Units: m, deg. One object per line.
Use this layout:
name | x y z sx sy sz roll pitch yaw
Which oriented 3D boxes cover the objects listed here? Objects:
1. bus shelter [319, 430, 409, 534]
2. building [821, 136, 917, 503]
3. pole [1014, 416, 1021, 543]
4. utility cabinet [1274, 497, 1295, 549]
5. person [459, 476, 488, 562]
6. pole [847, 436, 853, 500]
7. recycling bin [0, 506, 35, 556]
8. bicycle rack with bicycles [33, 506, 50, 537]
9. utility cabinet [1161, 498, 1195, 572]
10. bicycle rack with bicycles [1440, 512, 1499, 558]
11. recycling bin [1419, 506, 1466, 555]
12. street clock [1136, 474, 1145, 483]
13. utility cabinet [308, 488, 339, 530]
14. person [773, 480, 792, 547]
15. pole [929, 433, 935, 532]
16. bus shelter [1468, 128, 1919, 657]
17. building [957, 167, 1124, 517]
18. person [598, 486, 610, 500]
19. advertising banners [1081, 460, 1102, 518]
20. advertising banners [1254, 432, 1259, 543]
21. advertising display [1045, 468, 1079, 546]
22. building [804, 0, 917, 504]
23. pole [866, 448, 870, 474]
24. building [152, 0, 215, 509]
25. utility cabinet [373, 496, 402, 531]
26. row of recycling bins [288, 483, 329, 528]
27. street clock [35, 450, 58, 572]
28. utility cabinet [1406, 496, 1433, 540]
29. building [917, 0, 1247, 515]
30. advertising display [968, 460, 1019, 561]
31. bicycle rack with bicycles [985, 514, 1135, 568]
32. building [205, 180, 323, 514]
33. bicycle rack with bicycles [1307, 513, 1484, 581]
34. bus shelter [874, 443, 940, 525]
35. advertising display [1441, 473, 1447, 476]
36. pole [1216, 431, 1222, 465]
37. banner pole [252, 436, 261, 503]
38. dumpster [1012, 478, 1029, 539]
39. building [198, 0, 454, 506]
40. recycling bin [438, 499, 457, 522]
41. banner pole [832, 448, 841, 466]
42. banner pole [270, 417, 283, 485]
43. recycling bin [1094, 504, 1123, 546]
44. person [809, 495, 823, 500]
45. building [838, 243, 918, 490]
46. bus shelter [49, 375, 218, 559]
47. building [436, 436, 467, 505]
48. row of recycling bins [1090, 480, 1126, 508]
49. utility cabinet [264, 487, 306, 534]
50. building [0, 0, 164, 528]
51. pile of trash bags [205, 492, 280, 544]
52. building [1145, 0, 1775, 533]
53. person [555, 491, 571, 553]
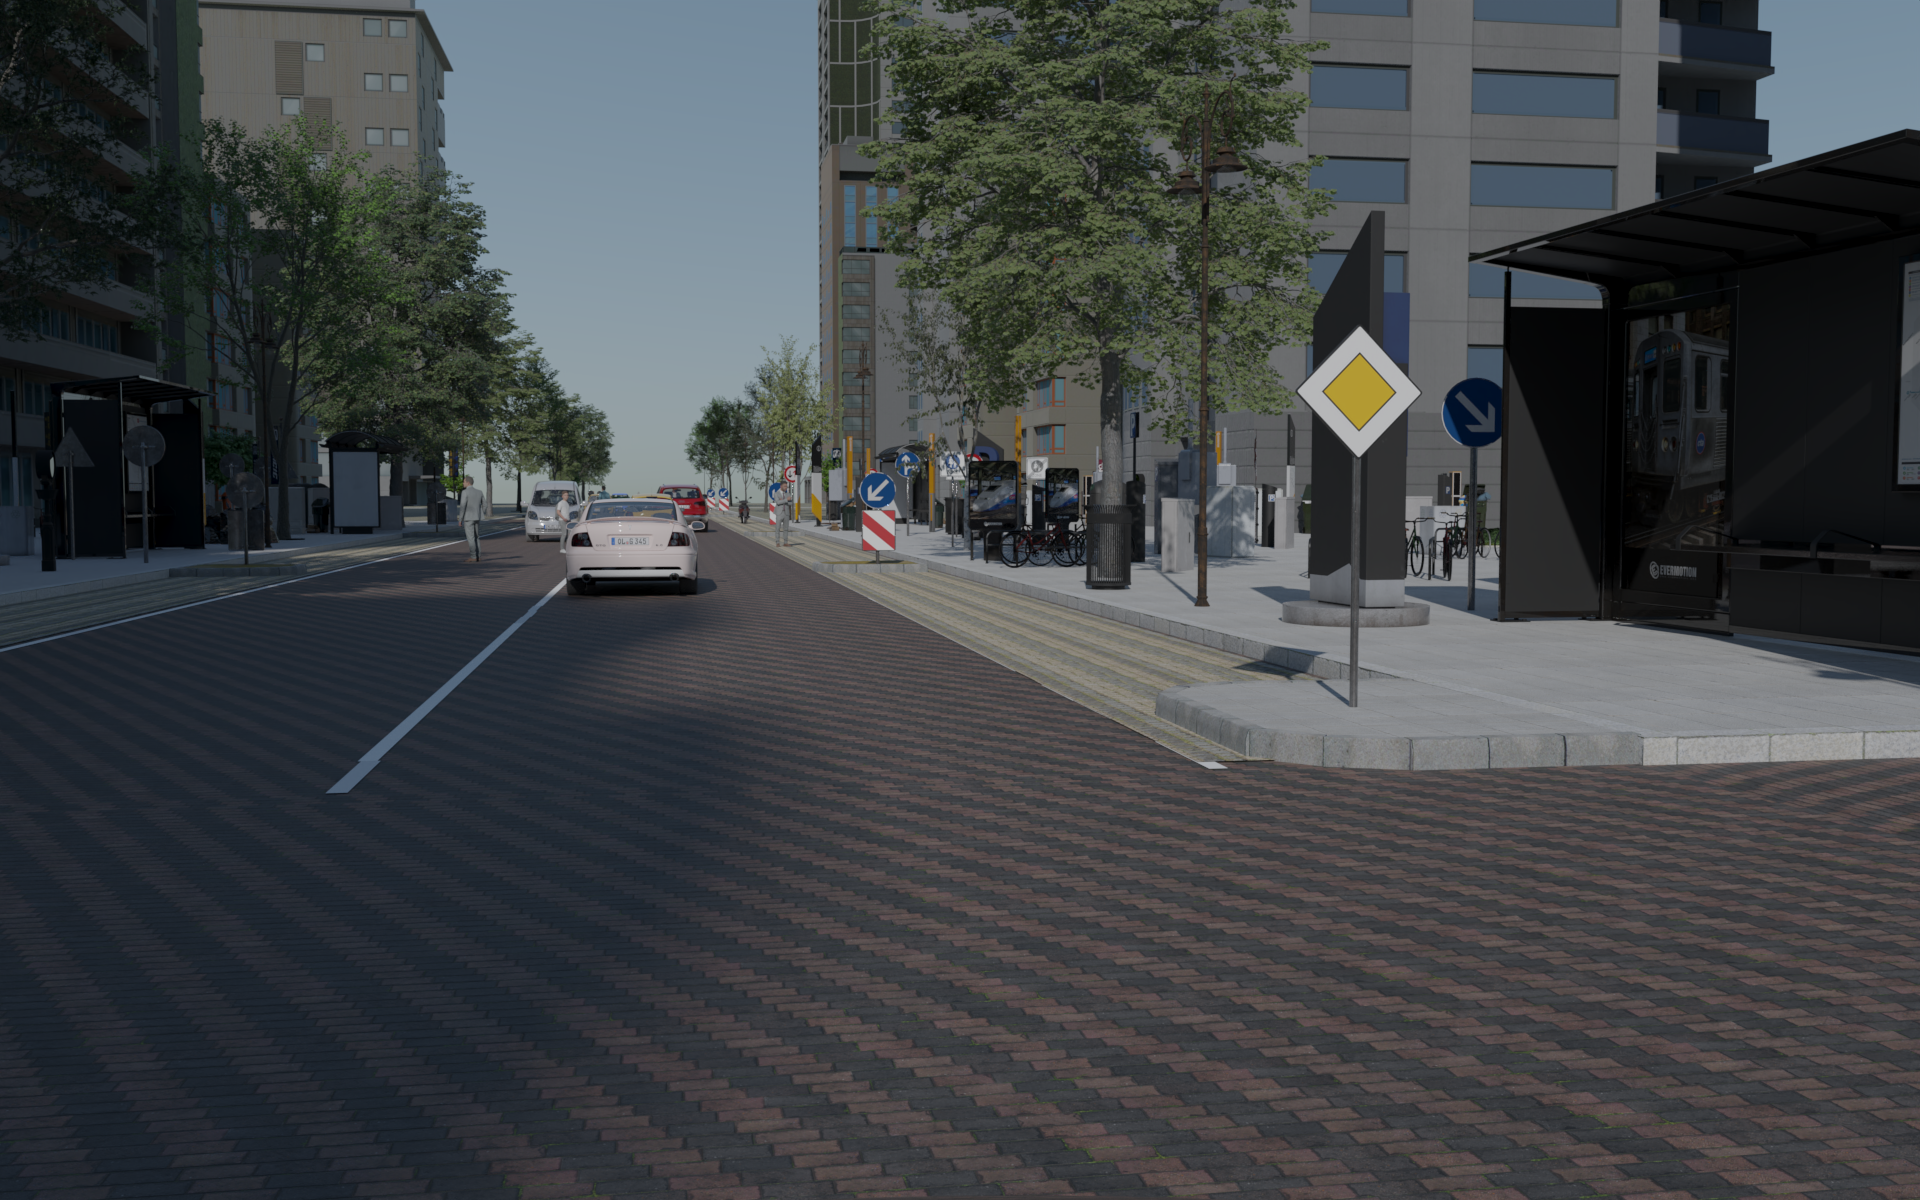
bus shelter | -19.749 -3.899 57.680 2.014 3.302 5.546 -1 4 -10
building | -9.816 -34.713 217.664 14.600 45.320 14.200 -1 4 -10
pole | 1.505 -3.135 45.104 0.158 3.312 0.155 0 3 0
utility cabinet | 7.640 -1.813 40.809 0.306 1.237 1.020 1 4 21
person | -10.298 -1.711 36.569 0.391 1.810 0.635 2 4 24
pole | -3.901 -4.125 61.292 0.158 3.312 0.155 0 3 0
recycling bin | -19.806 -1.444 36.166 0.722 1.027 0.722 -1 4 -17
bicycle rack with bicycles | -27.782 -2.262 50.361 2.852 0.926 2.925 -2 4 -25
utility cabinet | 3.651 -1.088 28.951 0.306 1.237 1.020 2 4 23
bicycle rack with bicycles | 10.410 -1.266 34.083 2.925 0.926 2.852 -3 5 -42
recycling bin | 10.210 -1.475 36.664 0.722 1.027 0.722 -1 4 -12
street clock | 6.361 -3.482 61.500 0.358 2.002 0.471 -1 4 -22
utility cabinet | -22.500 -3.219 61.313 0.318 1.500 1.173 2 4 31
person | -4.753 -2.326 46.709 0.466 1.800 0.511 3 5 44
pole | -0.936 -3.932 58.136 0.158 3.312 0.155 0 3 0
bus shelter | 6.403 -1.413 14.386 1.731 3.624 6.357 -1 4 -10
building | 15.894 -16.090 108.112 27.650 21.520 28.899 -1 4 -10
person | -16.327 -4.344 79.538 0.620 1.820 0.660 3 5 39
advertising banners | 6.326 -5.562 87.123 2.074 3.025 0.090 1 4 12
advertising banners | 7.838 -3.034 45.786 0.090 3.025 2.074 0 4 8
advertising display | 2.506 -2.281 42.515 0.974 1.923 0.123 -2 4 -34
building | -10.196 -48.697 234.440 20.563 71.187 20.611 -1 4 -10
pole | -4.083 -5.098 77.203 0.158 3.312 0.155 0 3 0
building | -46.278 -24.554 85.057 14.154 41.232 14.086 -1 4 -10
utility cabinet | -20.289 -3.063 61.248 1.020 1.237 0.306 -2 4 -35
row of recycling bins | -24.890 -3.585 65.730 1.069 1.692 3.534 -3 5 -42
street clock | -15.130 -1.476 28.705 0.358 2.002 0.471 -1 4 -17
utility cabinet | 12.641 -2.274 48.343 1.020 1.237 0.306 -1 4 -11
building | 7.207 -36.246 134.621 21.231 58.520 28.212 -1 4 -10
advertising display | 0.642 -1.716 33.277 0.974 1.923 0.123 1 4 16
bicycle rack with bicycles | 1.778 -1.093 31.257 2.925 0.926 2.852 -1 4 -15
building | -56.344 -15.942 105.692 27.650 21.520 28.899 -1 4 -10
bicycle rack with bicycles | 6.577 -0.830 26.954 2.852 0.926 2.925 1 4 18
bus shelter | -2.197 -4.739 71.407 2.014 3.302 5.546 -1 4 -10
advertising display | 14.968 -2.961 53.632 0.123 1.923 0.974 1 4 12
pole | 8.409 -3.823 56.349 0.158 3.312 0.155 0 3 0
banner pole | -30.574 -5.221 75.374 0.863 3.779 0.401 3 5 41
dumpster | 1.248 -2.729 50.370 1.264 1.857 1.865 -1 4 -10
building | -70.295 -36.522 186.368 28.713 52.752 27.495 -1 4 -10
recycling bin | -23.954 -4.175 80.815 0.722 1.027 0.722 1 4 18
banner pole | -5.695 -5.648 82.355 0.863 3.779 0.401 1 4 17
banner pole | -21.997 -4.027 55.863 0.401 3.779 0.863 1 4 12
recycling bin | 3.681 -1.791 41.834 0.722 1.027 0.722 -1 4 -19
person | -13.786 -9.590 165.302 1.348 1.823 0.705 0 4 6
building | -7.499 -26.437 203.950 14.160 30.474 14.107 -1 4 -10
bus shelter | -17.550 -2.804 37.133 1.731 3.624 6.357 -1 4 -10
building | -77.141 -31.790 211.646 32.217 40.220 23.993 -1 4 -10
row of recycling bins | 4.343 -2.636 50.218 1.069 1.692 3.534 1 4 9
utility cabinet | -21.450 -2.835 55.028 1.173 1.500 0.318 0 4 -1
building | -45.011 -27.030 65.650 21.300 48.544 21.600 -1 4 -10
pile of trash bags | -19.494 -2.166 45.173 3.447 1.369 1.912 1 4 21
building | 17.507 -32.310 70.262 21.231 58.520 28.212 -1 4 -10
person | -9.597 -1.899 42.147 0.523 1.515 0.503 -1 4 -13
